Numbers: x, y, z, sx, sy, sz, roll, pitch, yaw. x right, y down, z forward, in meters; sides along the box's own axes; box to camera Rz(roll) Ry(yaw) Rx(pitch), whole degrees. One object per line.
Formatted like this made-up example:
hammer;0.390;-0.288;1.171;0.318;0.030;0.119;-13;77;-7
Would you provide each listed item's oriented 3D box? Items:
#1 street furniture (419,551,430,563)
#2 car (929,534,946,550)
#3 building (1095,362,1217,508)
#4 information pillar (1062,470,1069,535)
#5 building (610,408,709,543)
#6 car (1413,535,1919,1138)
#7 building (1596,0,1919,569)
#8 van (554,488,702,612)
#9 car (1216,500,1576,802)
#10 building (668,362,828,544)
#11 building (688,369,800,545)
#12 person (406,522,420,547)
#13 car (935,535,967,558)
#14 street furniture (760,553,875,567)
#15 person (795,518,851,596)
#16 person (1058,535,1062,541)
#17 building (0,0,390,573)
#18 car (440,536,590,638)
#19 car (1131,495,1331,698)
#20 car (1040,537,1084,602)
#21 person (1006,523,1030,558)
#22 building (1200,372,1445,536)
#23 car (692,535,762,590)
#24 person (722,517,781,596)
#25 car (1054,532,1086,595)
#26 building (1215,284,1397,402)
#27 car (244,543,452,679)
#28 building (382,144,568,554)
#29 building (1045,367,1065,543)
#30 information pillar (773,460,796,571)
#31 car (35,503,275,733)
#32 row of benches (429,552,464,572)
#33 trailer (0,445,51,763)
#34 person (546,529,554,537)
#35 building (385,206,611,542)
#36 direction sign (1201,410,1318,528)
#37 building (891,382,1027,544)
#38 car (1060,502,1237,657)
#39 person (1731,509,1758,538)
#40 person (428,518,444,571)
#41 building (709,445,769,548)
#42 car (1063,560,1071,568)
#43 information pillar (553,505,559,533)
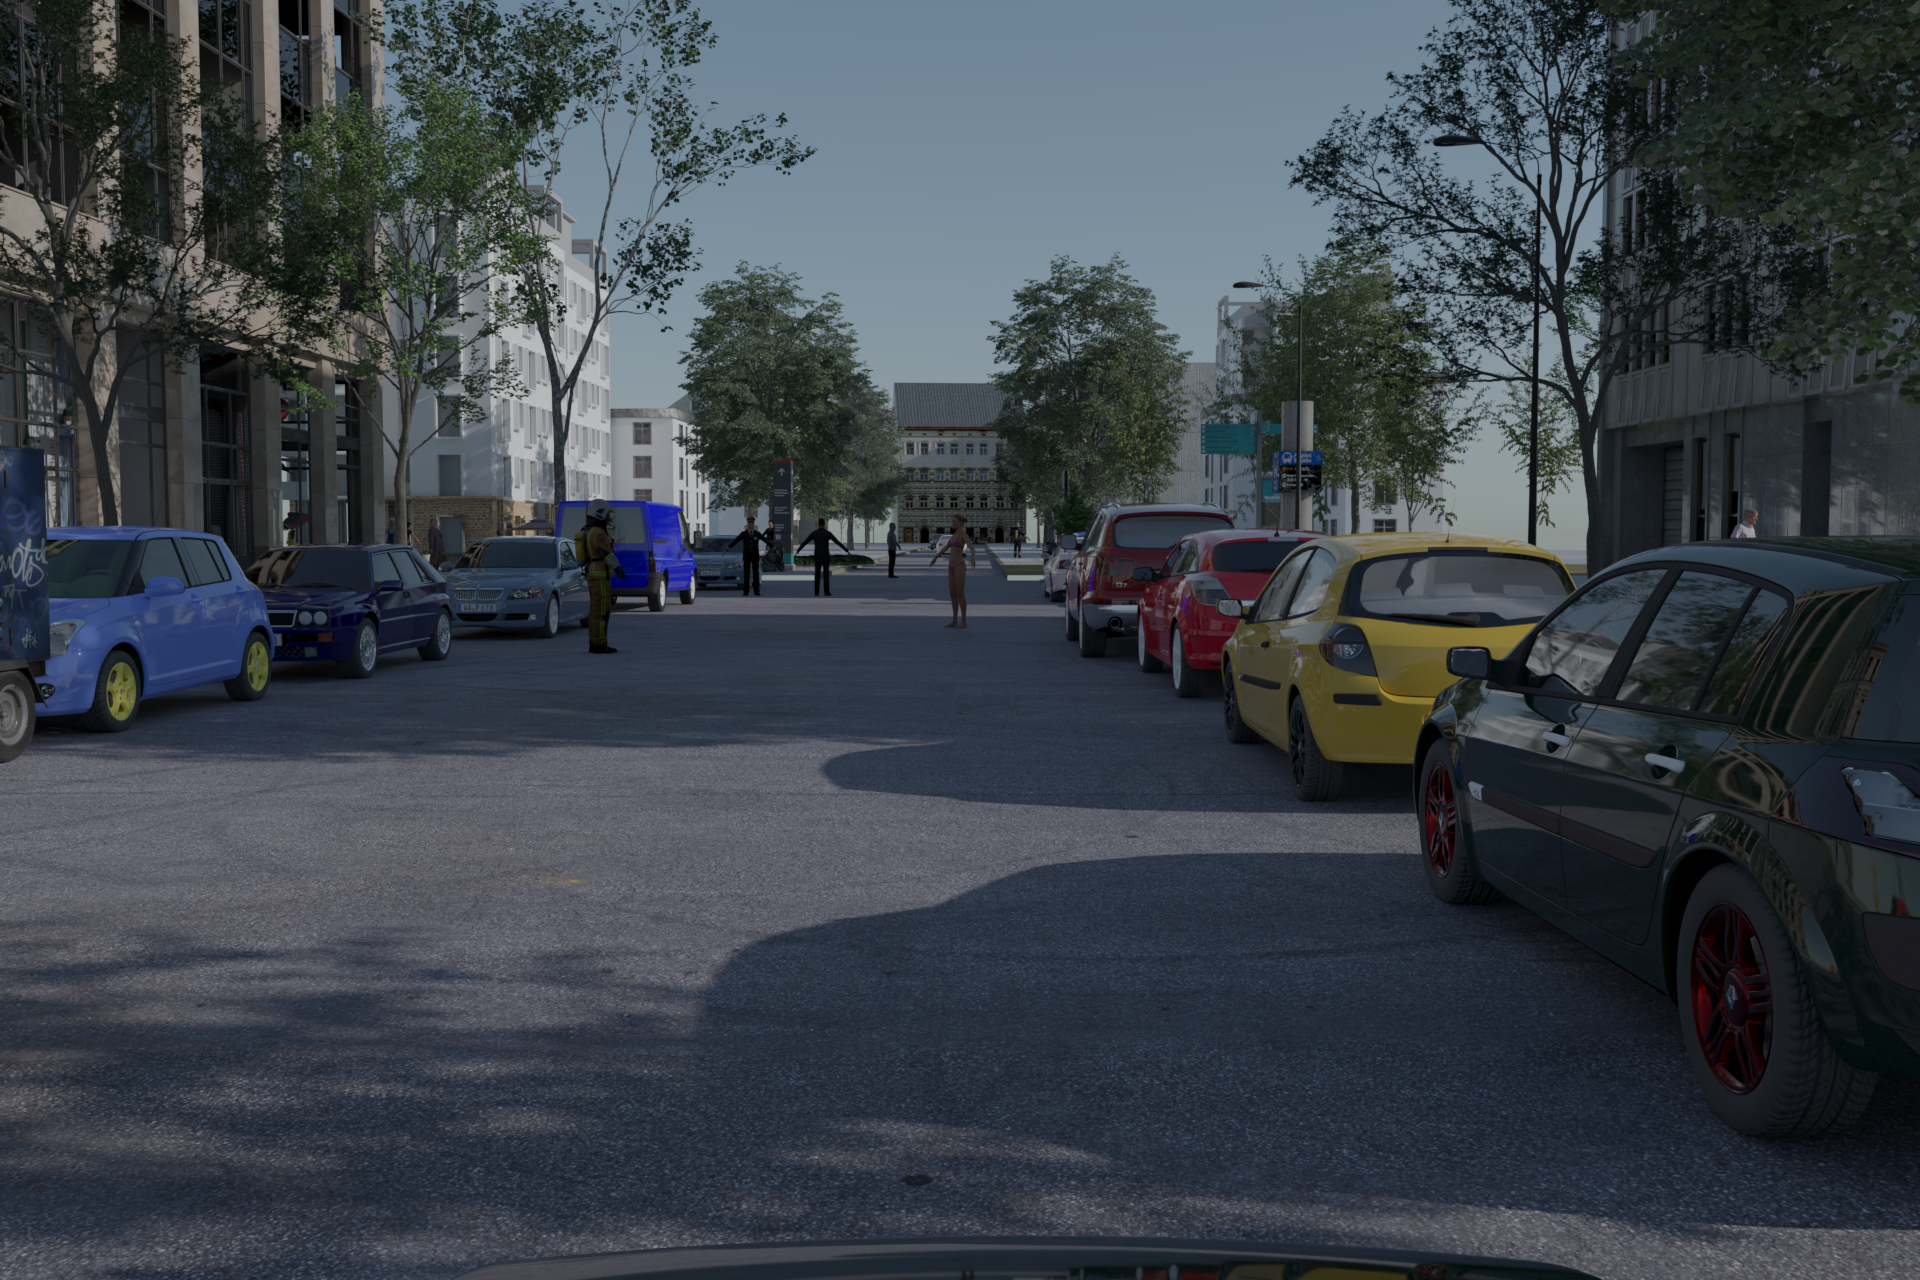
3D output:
street furniture;-22.558;-3.256;68.870;5.734;0.657;10.072;0;4;-7
car;-1.771;-8.934;155.851;2.009;1.686;4.222;0;4;1
building;23.943;-19.605;187.001;16.747;18.905;31.486;0;4;0
information pillar;3.874;-4.440;63.910;0.184;3.620;1.656;0;4;1
building;-23.225;-11.481;129.858;9.099;9.664;28.070;0;4;1
car;2.694;0.262;5.500;2.009;1.686;4.222;0;4;1
building;26.059;-13.887;44.307;12.078;24.872;19.932;0;4;1
van;-6.378;-1.784;33.560;2.240;2.365;5.245;0;4;0
car;2.665;-0.029;10.695;2.015;1.641;3.980;0;4;1
building;-27.056;-23.992;223.190;19.493;23.208;18.063;0;4;0
building;-24.369;-20.716;195.119;16.016;20.090;11.380;0;4;0
person;-24.489;-4.333;76.987;1.345;1.843;0.704;3;5;40
car;-0.524;-5.771;106.713;2.083;1.381;4.827;0;4;0
street furniture;-8.153;-3.278;69.229;10.072;0.657;5.734;-1;4;-13
person;-3.190;-1.923;40.122;1.346;1.802;0.704;1;4;10
person;5.381;-5.131;90.167;0.705;1.796;1.348;-1;4;-15
building;-30.004;-16.673;38.832;22.709;31.103;35.509;0;4;1
car;-6.437;-0.814;25.316;2.014;1.417;4.499;0;4;0
car;2.767;-0.465;16.639;2.155;1.783;4.494;0;4;0
car;2.823;-1.559;37.846;2.083;1.381;4.827;0;4;0
person;3.063;-5.274;92.013;1.354;1.856;0.705;1;4;18
building;20.773;-9.883;103.727;9.099;9.664;28.070;0;4;0
car;-6.280;-2.064;45.751;2.014;1.417;4.499;0;4;1
person;-4.851;-1.948;40.247;1.347;1.837;0.705;-1;4;-9
car;3.289;-1.997;42.238;1.945;1.707;3.694;0;4;0
building;25.593;-17.226;138.058;16.016;20.090;11.380;0;4;1
car;-6.714;-0.354;18.376;1.945;1.354;3.894;0;4;0
building;-27.108;-13.942;84.371;16.016;20.090;11.380;0;3;0
building;24.783;-23.191;223.139;27.936;21.610;32.646;0;4;1
information pillar;-6.231;-4.389;61.141;0.750;3.857;0.750;0;4;2
car;-6.877;-0.246;13.617;1.945;1.707;3.694;0;4;1
row of benches;-17.403;-2.745;60.343;1.422;0.672;4.104;0;4;7
trailer;-6.664;-0.167;9.780;1.471;1.999;3.904;0;4;1
person;-11.411;-2.357;47.812;0.697;1.427;0.421;0;4;-4
building;-28.129;-14.986;101.440;16.016;20.090;11.380;0;4;0
direction sign;6.455;-2.945;36.921;2.525;3.948;1.411;0;4;1
building;-0.488;-25.485;250.071;18.063;23.208;19.493;0;4;-5
car;2.417;-0.793;21.644;2.281;1.827;5.304;0;4;1
person;13.540;-1.394;29.772;0.756;1.711;0.436;-2;4;-28
person;-15.185;-2.670;50.253;0.434;1.755;0.990;0;4;3
building;-21.497;-14.160;173.668;9.099;9.664;28.070;0;4;1
car;2.713;-0.920;27.396;2.083;1.381;4.827;0;4;-1
information pillar;-10.242;-2.446;44.482;0.304;2.012;0.304;0;4;1
